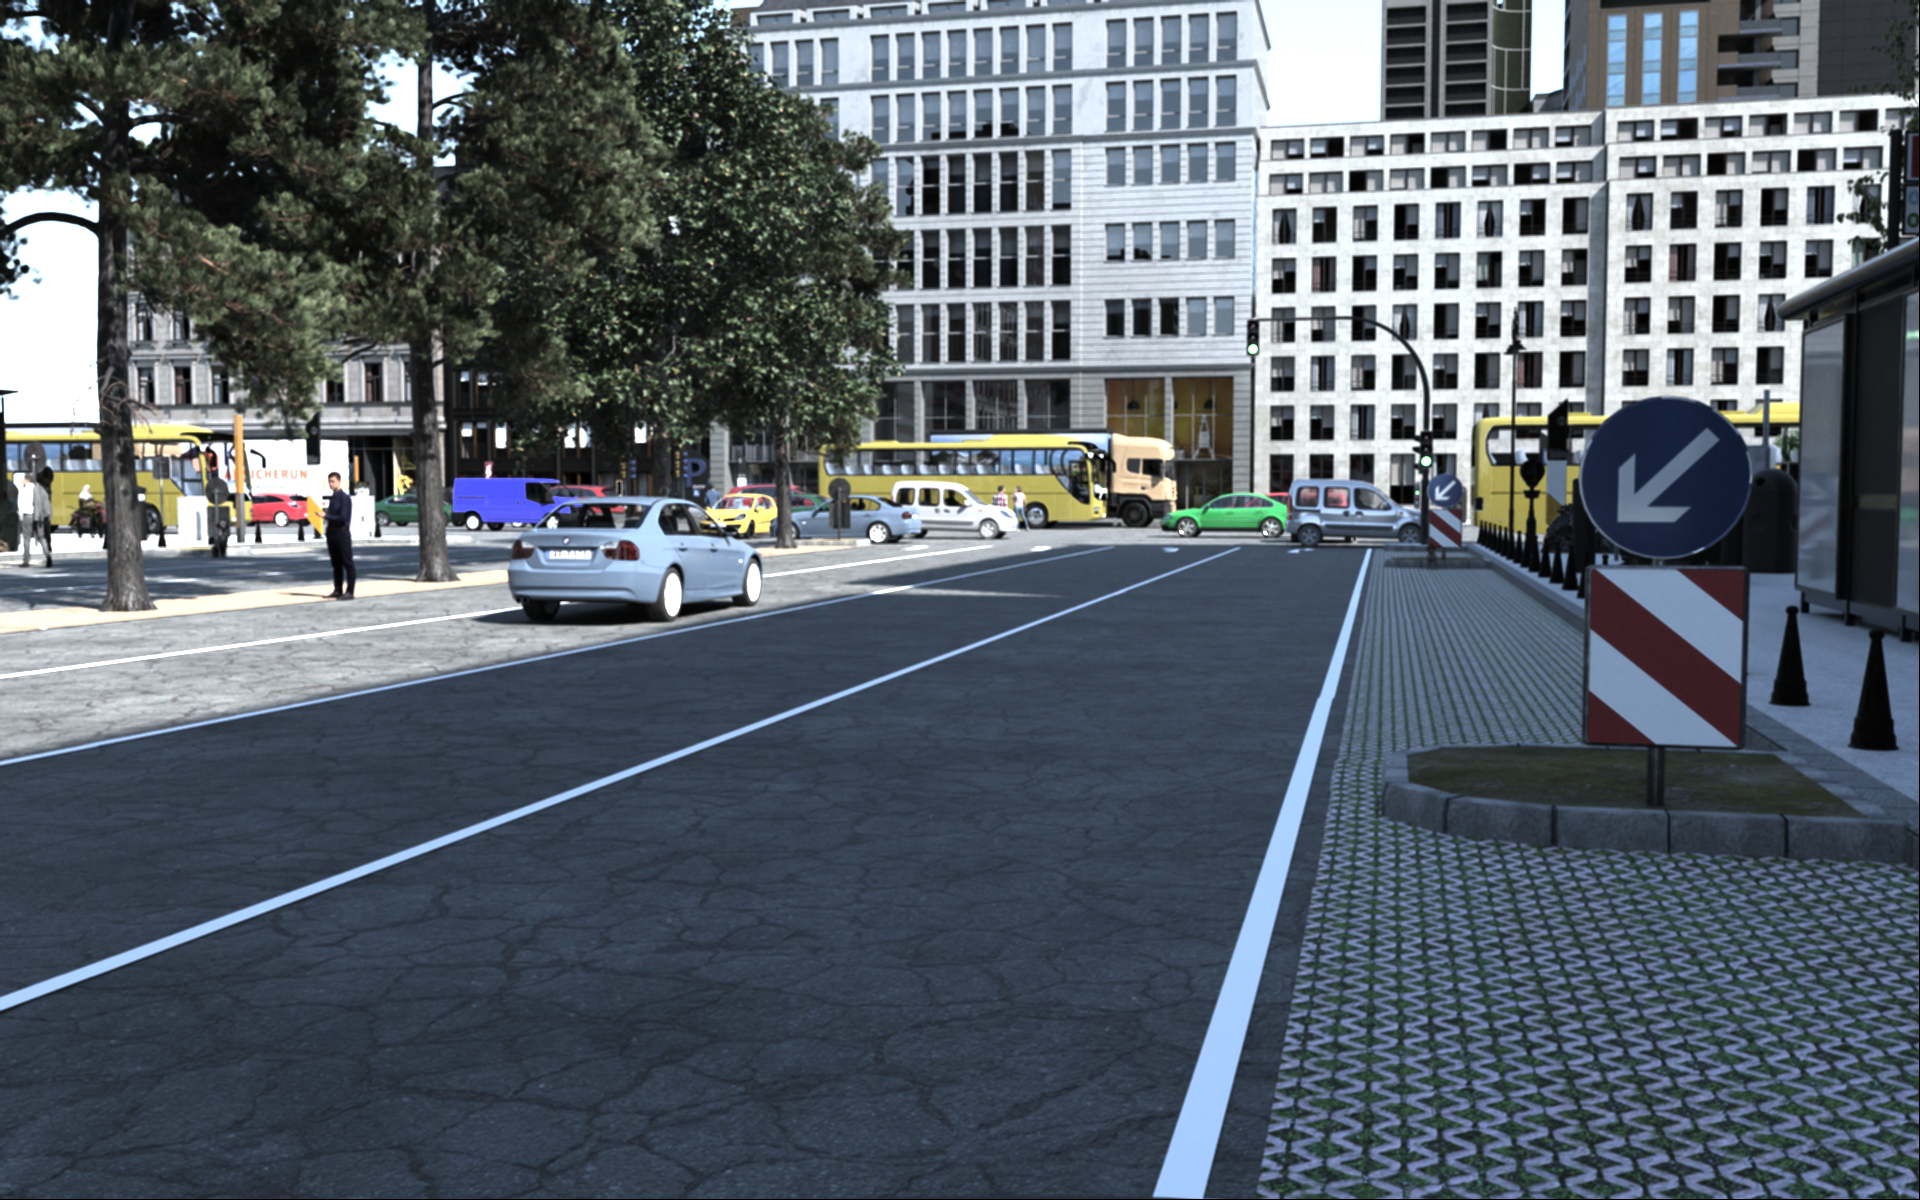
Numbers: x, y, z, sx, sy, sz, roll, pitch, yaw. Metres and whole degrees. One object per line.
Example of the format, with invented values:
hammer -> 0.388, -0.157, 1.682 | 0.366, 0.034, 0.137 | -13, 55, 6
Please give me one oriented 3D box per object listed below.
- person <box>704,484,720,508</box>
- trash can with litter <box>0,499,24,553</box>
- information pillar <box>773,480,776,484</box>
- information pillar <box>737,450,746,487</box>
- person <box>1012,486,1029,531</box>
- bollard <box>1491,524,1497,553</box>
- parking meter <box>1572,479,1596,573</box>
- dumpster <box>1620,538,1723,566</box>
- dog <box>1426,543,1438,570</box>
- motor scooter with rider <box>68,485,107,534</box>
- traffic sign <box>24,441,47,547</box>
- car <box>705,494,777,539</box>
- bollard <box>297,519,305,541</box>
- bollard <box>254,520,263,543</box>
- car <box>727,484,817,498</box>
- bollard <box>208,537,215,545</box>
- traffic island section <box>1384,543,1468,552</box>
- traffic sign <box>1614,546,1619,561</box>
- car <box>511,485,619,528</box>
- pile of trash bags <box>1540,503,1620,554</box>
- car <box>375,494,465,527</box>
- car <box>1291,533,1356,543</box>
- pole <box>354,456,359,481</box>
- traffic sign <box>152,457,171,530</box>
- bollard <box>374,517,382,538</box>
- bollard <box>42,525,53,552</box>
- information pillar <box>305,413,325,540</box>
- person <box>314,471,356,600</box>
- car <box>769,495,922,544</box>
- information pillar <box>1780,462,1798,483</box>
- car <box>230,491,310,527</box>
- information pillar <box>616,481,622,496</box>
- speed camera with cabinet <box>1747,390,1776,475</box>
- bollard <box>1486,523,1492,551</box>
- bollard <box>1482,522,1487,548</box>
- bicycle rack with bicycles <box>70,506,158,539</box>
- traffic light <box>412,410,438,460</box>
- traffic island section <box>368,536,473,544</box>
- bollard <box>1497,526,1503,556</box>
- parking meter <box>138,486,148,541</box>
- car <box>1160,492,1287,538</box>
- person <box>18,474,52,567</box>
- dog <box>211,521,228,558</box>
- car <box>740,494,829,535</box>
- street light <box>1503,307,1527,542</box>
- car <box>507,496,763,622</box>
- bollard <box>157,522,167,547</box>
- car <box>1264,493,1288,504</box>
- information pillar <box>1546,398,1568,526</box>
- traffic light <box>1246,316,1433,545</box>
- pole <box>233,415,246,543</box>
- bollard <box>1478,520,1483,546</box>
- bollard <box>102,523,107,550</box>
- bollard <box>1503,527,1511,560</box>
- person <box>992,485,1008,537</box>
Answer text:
person -> -8.973, -3.329, 63.113 | 0.721, 1.800, 0.419 | -1, 4, -20
trash can with litter -> -20.953, -1.629, 38.024 | 0.624, 1.170, 1.055 | -1, 4, -12
information pillar -> -9.345, -5.148, 88.664 | 0.304, 2.012, 0.304 | 2, 4, 32
information pillar -> -11.615, -6.160, 92.067 | 0.504, 3.616, 0.183 | -2, 4, -32
person -> 2.364, -3.537, 66.926 | 0.593, 1.750, 0.643 | -2, 4, -34
bollard -> 11.694, -1.313, 37.504 | 0.229, 0.601, 0.229 | 0, 3, 0
parking meter -> 10.194, -1.216, 28.292 | 0.372, 1.533, 0.369 | 0, 3, 0
dumpster -> 10.317, -1.389, 25.203 | 1.502, 2.255, 1.985 | 1, 4, 14
dog -> 8.923, -0.822, 32.731 | 0.406, 0.507, 0.540 | -1, 4, -20
motor scooter with rider -> -29.222, -3.020, 58.337 | 1.986, 1.779, 0.876 | 1, 4, 14
traffic sign -> -22.382, -2.556, 41.894 | 0.768, 2.556, 0.104 | 2, 4, 23
car -> -7.161, -2.834, 56.565 | 2.015, 1.641, 3.980 | 1, 4, 14
bollard -> -17.981, -1.909, 47.255 | 0.229, 0.601, 0.229 | 0, 3, 0
bollard -> -18.422, -1.799, 45.463 | 0.229, 0.601, 0.229 | 0, 3, 0
car -> -6.485, -3.481, 65.593 | 5.304, 1.827, 2.281 | 1, 4, 12
bollard -> -18.863, -1.690, 43.671 | 0.229, 0.601, 0.229 | 0, 3, 0
traffic island section -> 11.823, -1.331, 44.043 | 2.009, 0.180, 2.903 | 1, 4, 14
traffic sign -> 12.621, -2.025, 33.221 | 0.768, 2.556, 0.104 | 1, 4, 23
car -> -16.949, -3.997, 74.030 | 5.304, 1.827, 2.281 | 1, 4, 13
pile of trash bags -> 14.399, -1.774, 38.752 | 1.912, 1.369, 3.447 | 3, 4, 39
car -> -23.915, -3.973, 76.750 | 4.920, 1.459, 2.131 | 1, 4, 12
car -> 10.993, -2.637, 52.149 | 2.155, 1.783, 4.494 | 1, 4, 15
pole -> -32.257, -6.040, 92.605 | 0.158, 3.312, 0.155 | 0, 3, 0
traffic sign -> -22.071, -2.798, 47.885 | 0.606, 2.300, 0.079 | 1, 4, 18
bollard -> -17.097, -2.128, 50.842 | 0.229, 0.601, 0.229 | 0, 3, 0
bollard -> -20.183, -1.361, 38.287 | 0.229, 0.601, 0.229 | 0, 3, 0
information pillar -> -18.241, -3.521, 48.925 | 0.504, 3.616, 0.183 | 2, 4, 25
person -> -8.505, -0.876, 23.535 | 0.576, 1.737, 0.504 | 2, 4, 34
car -> -3.386, -2.376, 50.855 | 4.499, 1.417, 2.014 | 1, 4, 13
information pillar -> 19.101, -2.166, 39.912 | 0.304, 2.012, 0.304 | -1, 4, -8
car -> -31.069, -4.181, 77.397 | 4.494, 1.783, 2.155 | 1, 4, 14
information pillar -> -18.562, -5.498, 94.383 | 0.304, 2.012, 0.304 | -1, 4, -14
speed camera with cabinet -> 15.610, -2.398, 33.543 | 0.660, 3.252, 2.038 | 3, 5, 42
bollard -> 12.136, -1.423, 39.306 | 0.229, 0.601, 0.229 | 0, 3, 0
bollard -> 12.579, -1.533, 41.098 | 0.229, 0.601, 0.229 | 0, 3, 0
bicycle rack with bicycles -> -24.589, -2.259, 50.320 | 2.852, 0.926, 2.925 | -1, 4, -17
traffic light -> -15.616, -3.774, 50.632 | 0.839, 4.253, 0.868 | 1, 4, 14
traffic island section -> -15.652, -1.743, 50.776 | 2.009, 0.180, 2.903 | 1, 4, 14
bollard -> 11.251, -1.203, 35.712 | 0.229, 0.601, 0.229 | 0, 3, 0
parking meter -> -22.390, -2.376, 47.261 | 0.372, 1.533, 0.369 | 0, 3, 0
car -> 8.994, -2.965, 57.267 | 4.718, 1.807, 1.959 | 1, 4, 15
person -> -18.047, -1.541, 33.804 | 0.850, 1.850, 0.679 | 2, 4, 27
dog -> -16.683, -1.369, 39.224 | 0.513, 0.831, 0.800 | 0, 4, -1
car -> -6.037, -3.011, 61.023 | 4.920, 1.459, 2.131 | 1, 4, 13
street light -> 13.745, -4.296, 43.028 | 0.468, 5.910, 1.993 | 1, 4, 14
car -> -3.783, -0.538, 20.802 | 2.014, 1.417, 4.499 | 1, 4, 12
bollard -> -19.300, -1.580, 41.878 | 0.229, 0.601, 0.229 | 0, 3, 0
car -> 12.464, -3.713, 69.755 | 4.494, 1.783, 2.155 | 1, 4, 12
information pillar -> 14.635, -3.125, 42.444 | 0.504, 3.616, 0.183 | 0, 4, -6
traffic light -> 9.734, -4.259, 44.297 | 4.771, 5.953, 1.251 | 1, 4, 14
pole -> -18.739, -3.131, 45.041 | 0.158, 3.312, 0.155 | 0, 3, 0
bollard -> 13.015, -1.642, 42.892 | 0.229, 0.601, 0.229 | 0, 3, 0
bollard -> -19.743, -1.470, 40.082 | 0.229, 0.601, 0.229 | 0, 3, 0
bollard -> 10.810, -1.094, 33.920 | 0.229, 0.601, 0.229 | 0, 3, 0
person -> 1.337, -2.968, 57.865 | 0.563, 1.720, 0.643 | 2, 4, 30
